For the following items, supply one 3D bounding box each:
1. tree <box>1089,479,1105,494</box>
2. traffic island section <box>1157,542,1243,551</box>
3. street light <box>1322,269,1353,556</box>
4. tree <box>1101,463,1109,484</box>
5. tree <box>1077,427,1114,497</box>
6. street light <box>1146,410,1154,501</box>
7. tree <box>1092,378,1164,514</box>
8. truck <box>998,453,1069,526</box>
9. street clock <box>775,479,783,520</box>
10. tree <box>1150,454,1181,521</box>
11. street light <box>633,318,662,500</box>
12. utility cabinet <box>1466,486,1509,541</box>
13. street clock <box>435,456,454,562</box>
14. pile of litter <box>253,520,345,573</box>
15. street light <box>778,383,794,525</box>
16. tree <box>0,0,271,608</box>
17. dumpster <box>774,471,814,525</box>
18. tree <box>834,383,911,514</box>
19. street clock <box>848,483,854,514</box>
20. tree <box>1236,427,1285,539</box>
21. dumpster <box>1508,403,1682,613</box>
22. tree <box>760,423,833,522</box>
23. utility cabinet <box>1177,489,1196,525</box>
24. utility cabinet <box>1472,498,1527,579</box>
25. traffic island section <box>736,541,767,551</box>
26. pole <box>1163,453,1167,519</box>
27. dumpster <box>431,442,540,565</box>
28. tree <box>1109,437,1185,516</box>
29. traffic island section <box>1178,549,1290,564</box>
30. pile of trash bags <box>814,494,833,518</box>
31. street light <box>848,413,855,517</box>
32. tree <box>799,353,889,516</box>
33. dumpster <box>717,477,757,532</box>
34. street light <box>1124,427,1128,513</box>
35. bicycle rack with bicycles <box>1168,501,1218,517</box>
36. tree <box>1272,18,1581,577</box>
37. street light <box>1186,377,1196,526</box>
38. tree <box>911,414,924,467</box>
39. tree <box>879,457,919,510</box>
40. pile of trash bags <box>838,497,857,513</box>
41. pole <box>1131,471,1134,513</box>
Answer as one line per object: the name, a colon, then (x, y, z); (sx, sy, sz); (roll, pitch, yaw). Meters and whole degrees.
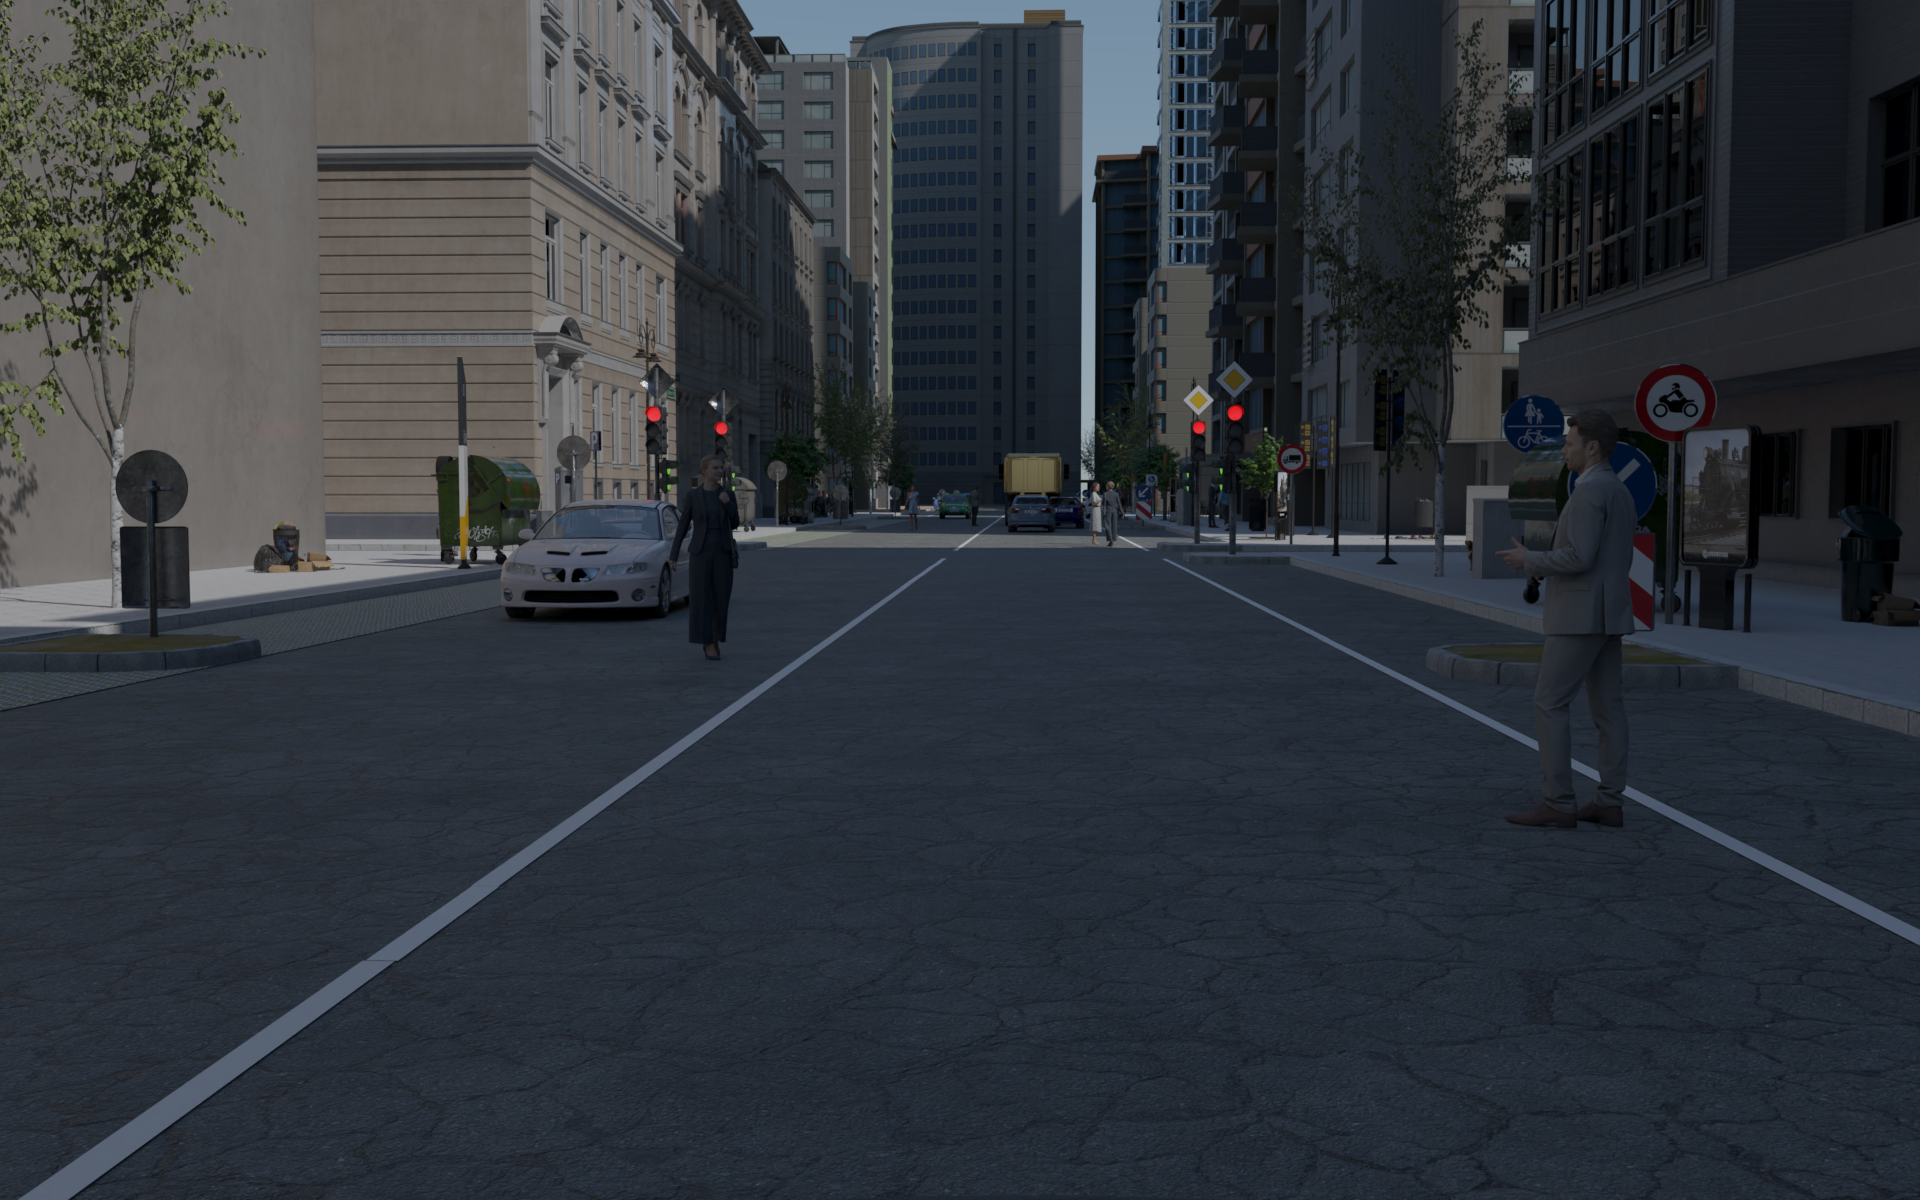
tree: (14.946, -11.928, 189.629); (1.663, 3.219, 1.824); (0, 3, 0)
traffic island section: (6.150, -1.375, 44.757); (2.009, 0.180, 2.903); (0, 4, 2)
street light: (7.770, -3.842, 35.610); (0.468, 5.910, 1.993); (0, 4, 2)
tree: (12.092, -8.710, 126.122); (4.285, 4.588, 4.351); (0, 3, 0)
tree: (14.880, -14.960, 194.954); (4.360, 8.622, 3.978); (0, 3, 0)
street light: (10.253, -7.398, 93.741); (0.468, 5.910, 1.993); (0, 4, 2)
tree: (10.744, -9.718, 109.258); (4.737, 8.622, 4.395); (0, 3, 0)
truck: (3.447, -5.222, 81.299); (3.469, 3.379, 9.791); (0, 4, 3)
street clock: (-8.111, -4.492, 78.019); (0.358, 2.002, 0.471); (-3, 5, -43)
tree: (10.299, -5.484, 84.262); (1.663, 3.219, 1.824); (0, 3, 0)
street light: (-8.199, -4.450, 45.538); (0.468, 5.910, 1.993); (0, 4, 2)
utility cabinet: (14.351, -2.341, 46.948); (1.173, 1.500, 0.318); (2, 4, 23)
street clock: (-9.770, -1.734, 32.921); (0.358, 2.002, 0.471); (0, 4, 1)
pile of litter: (-11.011, -0.911, 28.861); (1.176, 0.858, 1.719); (3, 5, 41)
street light: (-7.115, -6.008, 71.018); (0.468, 5.910, 1.993); (0, 4, 2)
tree: (-9.691, -4.224, 19.431); (4.737, 8.622, 4.395); (0, 3, 0)
dumpster: (-7.041, -4.320, 73.126); (1.502, 2.255, 1.985); (0, 4, 3)
tree: (-6.084, -9.968, 113.333); (4.360, 8.622, 3.978); (0, 3, 0)
street clock: (-6.916, -6.386, 108.985); (0.471, 2.002, 0.358); (-3, 4, -36)
tree: (8.691, -3.377, 49.807); (1.663, 3.219, 1.824); (0, 3, 0)
dumpster: (7.141, -1.032, 19.370); (1.502, 2.255, 1.985); (0, 4, 3)
tree: (-7.580, -5.926, 80.608); (4.285, 4.588, 4.351); (0, 3, 0)
utility cabinet: (9.269, -3.806, 70.904); (0.318, 1.500, 1.173); (2, 4, 34)
utility cabinet: (8.325, -0.931, 26.376); (1.020, 1.237, 0.306); (-1, 4, -18)
traffic island section: (-6.180, -1.407, 45.290); (2.009, 0.180, 2.903); (0, 4, 2)
pole: (10.160, -5.624, 85.799); (0.158, 3.312, 0.155); (0, 3, 0)
dumpster: (-8.787, -1.812, 32.114); (1.502, 2.255, 1.985); (0, 4, 2)
tree: (11.368, -7.134, 100.355); (4.285, 4.588, 4.351); (0, 3, 0)
traffic island section: (5.807, -0.887, 36.779); (2.009, 0.180, 2.903); (0, 4, 2)
pile of trash bags: (-8.258, -5.178, 94.420); (1.912, 1.369, 3.447); (0, 4, 5)
street light: (-6.027, -7.587, 96.837); (0.468, 5.910, 1.993); (0, 4, 2)
tree: (-6.350, -8.593, 90.859); (4.737, 8.622, 4.395); (0, 3, 0)
dumpster: (-7.661, -3.250, 58.897); (1.264, 1.857, 1.865); (0, 4, 2)
street light: (11.378, -8.960, 119.283); (0.468, 5.910, 1.993); (0, 4, 2)
bicycle rack with bicycles: (12.890, -5.045, 95.870); (2.925, 0.926, 2.852); (-1, 4, -14)
tree: (7.217, -4.672, 26.752); (4.360, 8.622, 3.978); (0, 3, 0)
street light: (9.212, -5.850, 68.437); (0.468, 5.910, 1.993); (0, 4, 2)
tree: (-5.358, -10.472, 121.584); (4.360, 8.622, 3.978); (0, 3, 0)
tree: (-4.945, -9.718, 142.599); (4.285, 4.588, 4.351); (0, 3, 0)
pile of trash bags: (-8.588, -6.561, 117.025); (3.447, 1.369, 1.912); (3, 4, 38)
pole: (11.449, -7.407, 114.946); (0.158, 3.312, 0.155); (0, 3, 0)
